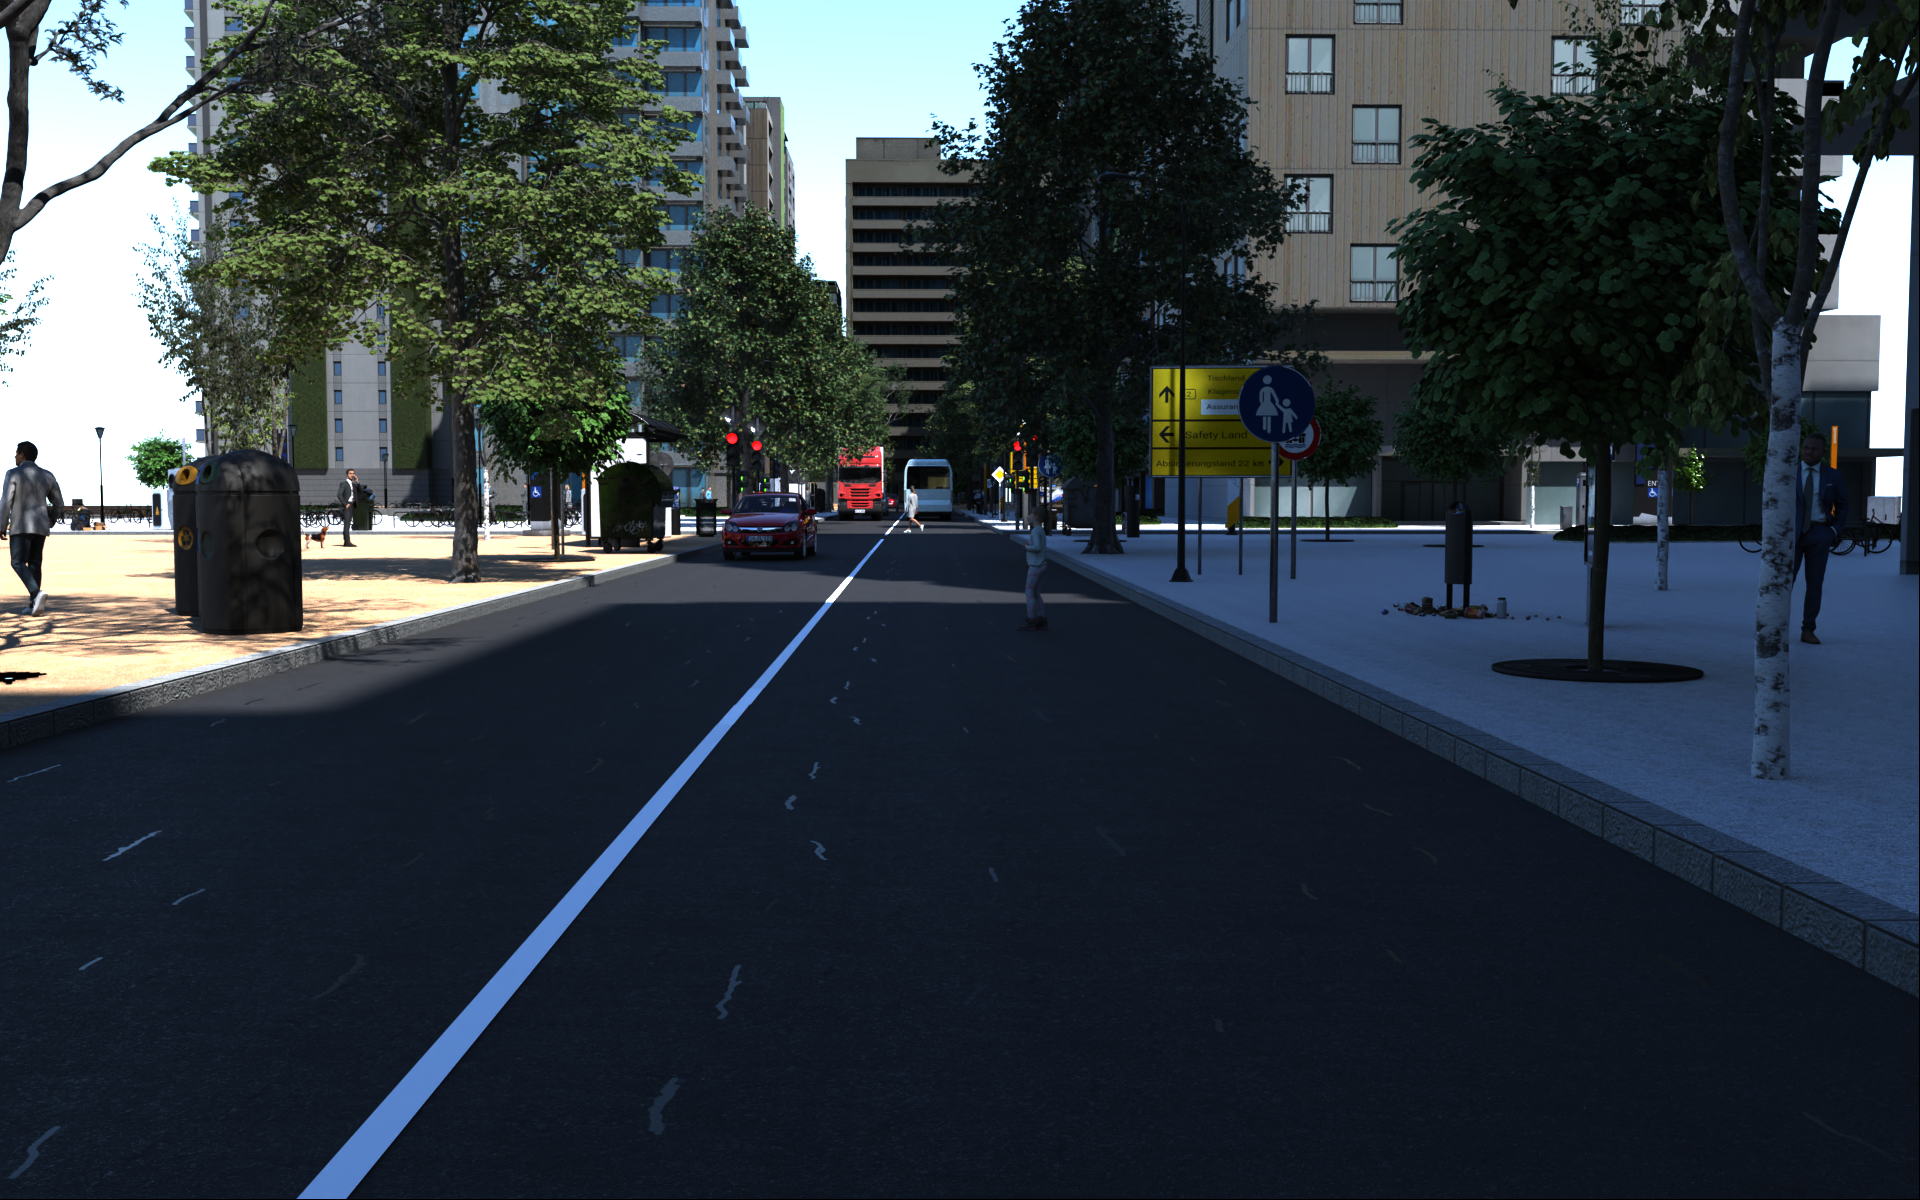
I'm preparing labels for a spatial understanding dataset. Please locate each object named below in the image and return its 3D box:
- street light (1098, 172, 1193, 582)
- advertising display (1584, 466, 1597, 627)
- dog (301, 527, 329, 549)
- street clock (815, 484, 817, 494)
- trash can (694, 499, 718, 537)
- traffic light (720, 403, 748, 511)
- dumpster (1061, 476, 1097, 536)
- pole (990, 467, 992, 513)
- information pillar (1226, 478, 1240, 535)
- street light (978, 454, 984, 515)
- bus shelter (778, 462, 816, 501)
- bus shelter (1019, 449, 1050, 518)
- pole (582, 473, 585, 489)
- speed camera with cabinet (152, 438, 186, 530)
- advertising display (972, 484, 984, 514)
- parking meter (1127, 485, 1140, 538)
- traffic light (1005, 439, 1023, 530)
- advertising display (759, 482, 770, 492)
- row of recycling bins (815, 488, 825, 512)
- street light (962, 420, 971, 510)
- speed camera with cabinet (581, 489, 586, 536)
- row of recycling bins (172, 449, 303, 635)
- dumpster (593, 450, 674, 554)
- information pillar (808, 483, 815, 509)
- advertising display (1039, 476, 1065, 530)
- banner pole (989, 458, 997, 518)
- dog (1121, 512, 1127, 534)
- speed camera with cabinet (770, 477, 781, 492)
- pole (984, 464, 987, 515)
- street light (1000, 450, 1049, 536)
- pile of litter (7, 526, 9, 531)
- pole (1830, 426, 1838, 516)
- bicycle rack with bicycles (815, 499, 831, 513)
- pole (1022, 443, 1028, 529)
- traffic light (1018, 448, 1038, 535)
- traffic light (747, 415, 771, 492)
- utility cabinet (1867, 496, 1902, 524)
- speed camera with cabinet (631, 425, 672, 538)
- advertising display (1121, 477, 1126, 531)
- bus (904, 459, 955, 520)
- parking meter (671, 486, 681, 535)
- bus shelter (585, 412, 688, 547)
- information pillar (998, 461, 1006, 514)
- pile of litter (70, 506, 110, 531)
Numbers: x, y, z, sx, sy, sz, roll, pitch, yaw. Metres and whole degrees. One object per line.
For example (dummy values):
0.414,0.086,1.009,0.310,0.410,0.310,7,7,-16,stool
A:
2.699,-3.221,25.203,1.470,5.913,1.316,0,4,-1,street light
6.124,-0.701,16.683,0.123,1.923,0.974,1,4,15,advertising display
-15.216,-1.470,40.861,0.406,0.507,0.540,1,4,21,dog
-9.659,-6.695,114.026,0.471,2.002,0.358,-2,4,-30,street clock
-7.601,-2.460,51.872,0.748,1.137,0.748,0,3,0,trash can
-6.952,-3.937,53.283,0.839,4.253,0.868,0,4,-1,traffic light
3.799,-2.915,53.415,1.264,1.857,1.865,0,4,-1,dumpster
2.199,-7.676,119.344,0.158,3.312,0.155,0,3,0,pole
8.588,-3.837,54.085,0.504,3.616,0.183,2,4,26,information pillar
1.497,-6.554,79.694,1.470,5.913,1.316,0,4,-1,street light
-9.348,-6.394,98.458,2.014,3.302,5.546,0,4,-1,bus shelter
3.445,-5.784,85.859,1.731,3.624,6.357,0,4,-1,bus shelter
-13.374,-4.149,61.679,0.158,3.312,0.155,0,3,0,pole
-28.038,-4.111,61.555,2.038,3.252,0.660,3,5,42,speed camera with cabinet
1.260,-6.645,113.860,0.974,1.923,0.123,-2,4,-27,advertising display
5.131,-2.619,51.236,0.372,1.533,0.369,0,3,0,parking meter
2.026,-4.438,61.489,0.839,4.253,0.868,0,4,-1,traffic light
-10.591,-5.400,93.503,0.974,1.923,0.123,2,4,27,advertising display
-10.461,-7.259,125.803,1.069,1.692,3.534,0,4,5,row of recycling bins
0.792,-8.297,108.204,1.470,5.913,1.316,0,4,-1,street light
-10.622,-3.577,52.818,2.038,3.252,0.660,2,4,30,speed camera with cabinet
-7.218,-0.624,17.323,1.069,1.692,3.534,-2,4,-29,row of recycling bins
-7.167,-2.175,38.052,1.502,2.255,1.985,0,4,-1,dumpster
-9.523,-6.520,111.093,0.304,2.012,0.304,-2,4,-32,information pillar
3.325,-3.504,62.501,0.974,1.923,0.123,1,4,23,advertising display
1.827,-6.307,93.141,0.401,3.779,0.863,-1,4,-18,banner pole
5.560,-2.505,57.801,0.513,0.831,0.800,1,4,16,dog
-9.598,-5.977,92.062,0.660,3.252,2.038,-1,4,-19,speed camera with cabinet
1.560,-6.835,105.598,0.158,3.312,0.155,0,3,0,pole
2.097,-4.951,53.490,1.470,5.913,1.316,0,4,-1,street light
-32.989,-2.881,61.072,1.719,0.858,1.176,3,5,45,pile of litter
26.215,-3.558,52.016,0.158,3.312,0.155,0,3,0,pole
-10.084,-6.339,117.019,2.925,0.926,2.852,-2,4,-28,bicycle rack with bicycles
2.368,-4.214,62.742,0.158,3.312,0.155,0,3,0,pole
2.206,-3.950,53.505,0.839,4.253,0.868,0,4,-1,traffic light
-7.133,-4.425,61.266,0.839,4.253,0.868,0,4,-1,traffic light
29.172,-2.663,54.703,0.306,1.237,1.020,-1,4,-22,utility cabinet
-9.084,-3.414,50.161,0.660,3.252,2.038,1,4,18,speed camera with cabinet
5.778,-3.423,61.179,0.123,1.923,0.974,0,4,7,advertising display
-1.713,-6.307,97.979,2.948,3.499,13.247,0,4,0,bus
-8.931,-2.798,54.153,0.372,1.533,0.369,0,3,0,parking meter
-8.296,-3.069,44.102,2.014,3.302,5.546,0,4,-1,bus shelter
2.769,-7.494,113.874,0.504,3.616,0.183,-1,4,-20,information pillar
-30.600,-2.878,61.023,1.176,0.858,1.719,1,4,19,pile of litter
